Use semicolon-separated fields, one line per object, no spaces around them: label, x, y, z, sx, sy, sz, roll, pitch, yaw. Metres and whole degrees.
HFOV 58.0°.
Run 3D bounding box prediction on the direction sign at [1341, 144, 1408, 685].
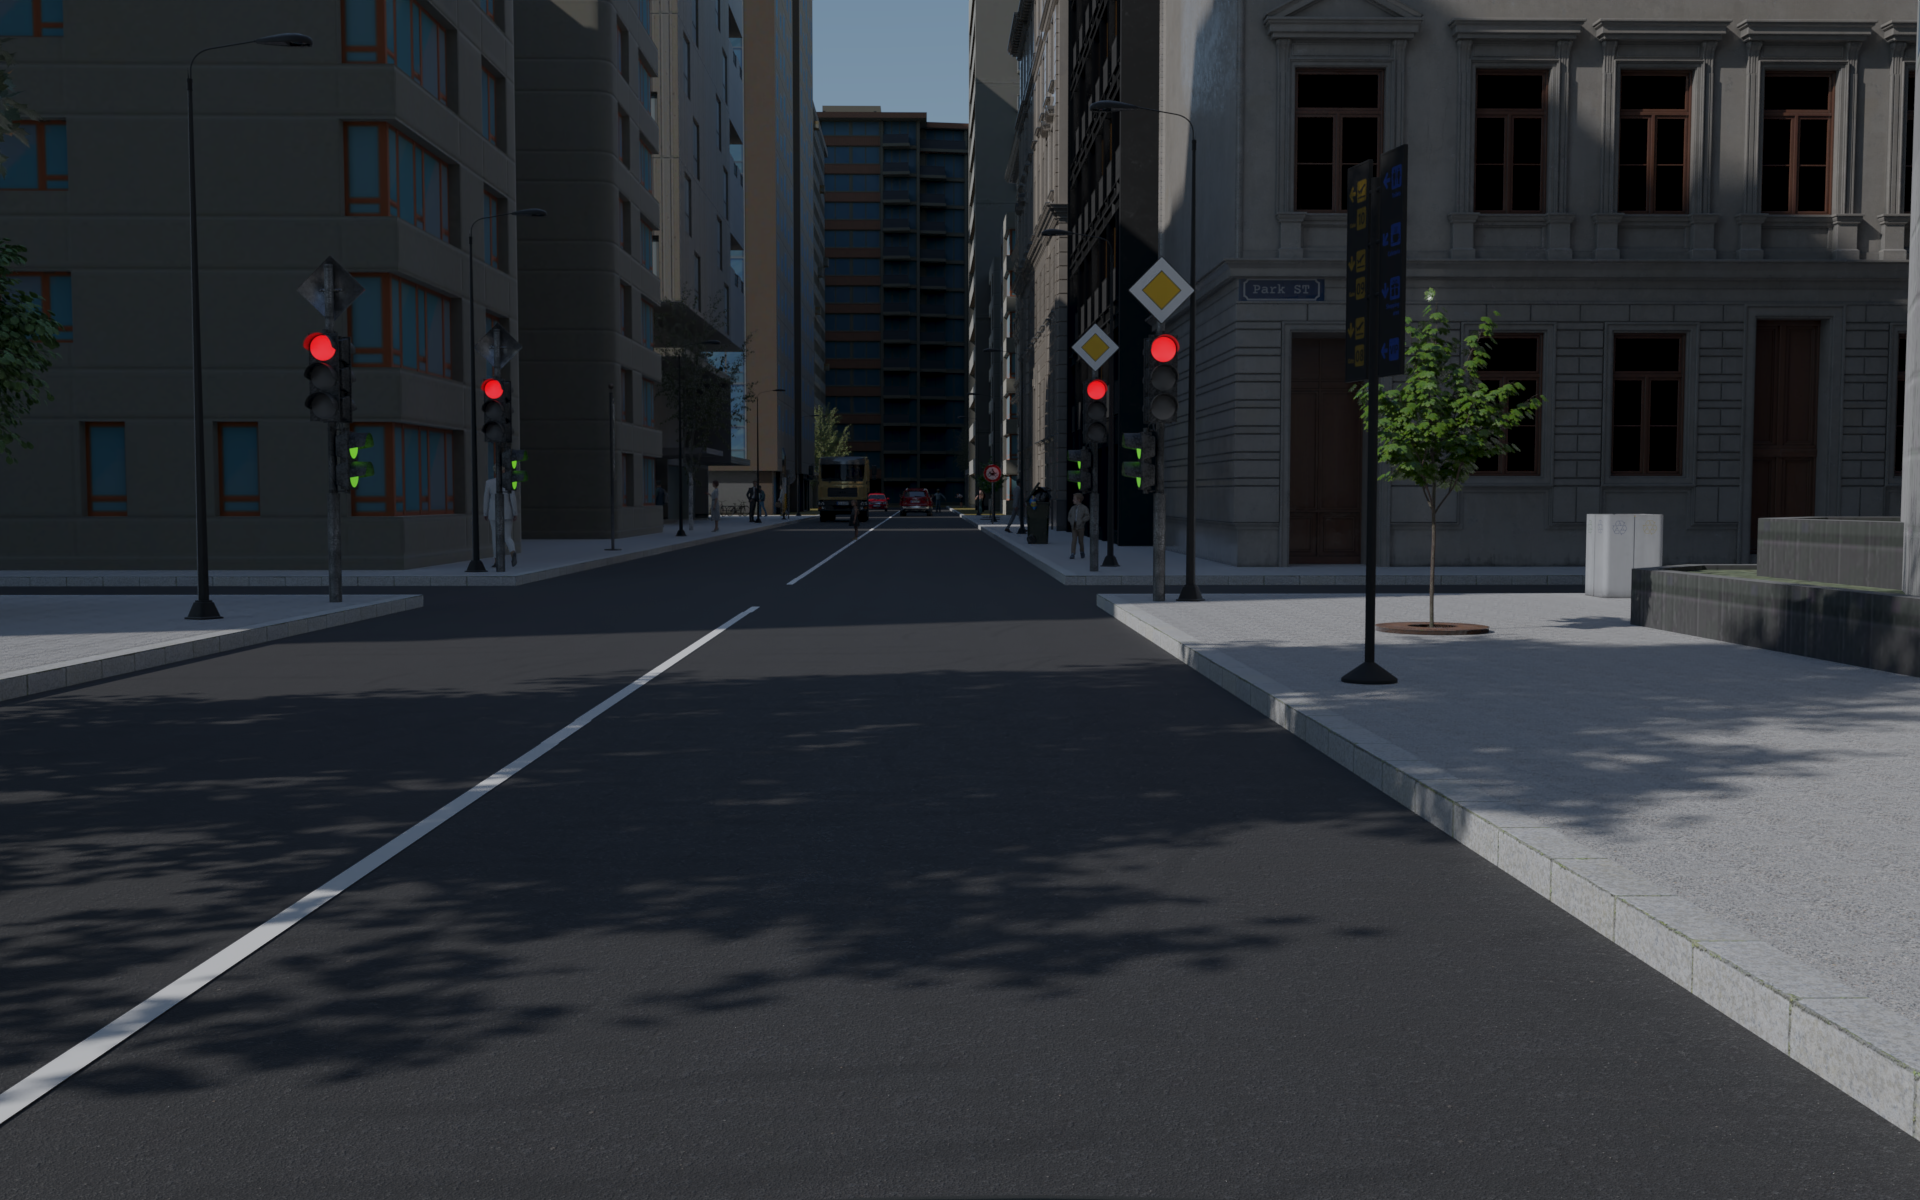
direction sign;2.796;-1.207;11.725;0.379;3.537;0.876;-1;4;-11

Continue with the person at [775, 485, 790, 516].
person;-10.369;-5.812;101.191;0.853;1.813;0.709;0;4;-2

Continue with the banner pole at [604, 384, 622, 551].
banner pole;-7.930;-3.033;39.612;0.401;3.779;0.863;0;4;-4

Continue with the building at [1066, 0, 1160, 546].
building;9.882;-13.464;49.821;12.332;23.373;15.834;0;4;-1

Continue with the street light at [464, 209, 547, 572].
street light;-7.423;-3.413;28.339;1.470;5.913;1.316;0;4;-1

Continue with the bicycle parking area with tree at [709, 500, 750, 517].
bicycle parking area with tree;-17.072;-6.841;98.849;8.231;4.147;9.016;3;5;41

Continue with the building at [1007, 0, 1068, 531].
building;8.719;-16.752;71.158;12.463;27.353;25.104;0;4;-1

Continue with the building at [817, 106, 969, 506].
building;-12.904;-33.249;198.244;28.867;44.769;22.147;0;4;-1

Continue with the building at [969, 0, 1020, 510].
building;11.638;-31.911;145.439;21.300;48.544;21.600;0;4;-1

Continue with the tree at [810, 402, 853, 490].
tree;-11.159;-11.852;144.137;4.737;8.622;4.395;0;3;0

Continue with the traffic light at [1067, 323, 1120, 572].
traffic light;2.207;-2.429;28.634;0.839;4.253;0.868;0;4;-1

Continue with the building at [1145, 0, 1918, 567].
building;14.510;-12.156;34.905;21.152;22.565;11.583;0;4;-1

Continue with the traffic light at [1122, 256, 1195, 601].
traffic light;2.367;-1.941;20.650;0.839;4.253;0.868;0;4;-1

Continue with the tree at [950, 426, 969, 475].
tree;0.905;-14.099;180.874;4.360;8.622;3.978;0;3;0

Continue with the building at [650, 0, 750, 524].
building;-24.347;-29.886;77.868;28.713;52.752;27.495;0;4;-1

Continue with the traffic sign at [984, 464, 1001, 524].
traffic sign;1.403;-4.545;74.423;0.768;2.556;0.104;0;4;6

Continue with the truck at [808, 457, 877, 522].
truck;-6.125;-5.865;91.820;3.469;3.379;9.791;0;4;-2

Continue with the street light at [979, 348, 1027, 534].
street light;1.440;-5.066;55.374;1.470;5.913;1.316;0;4;-1

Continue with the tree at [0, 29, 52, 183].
tree;-8.406;-5.470;6.437;9.611;12.733;9.660;0;3;0

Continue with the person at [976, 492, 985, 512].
person;1.538;-7.178;123.361;0.705;1.831;1.348;2;4;25

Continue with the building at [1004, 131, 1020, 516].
building;8.335;-16.220;94.071;11.050;23.489;19.941;0;4;-1

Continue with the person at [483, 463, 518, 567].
person;-7.940;-1.474;30.020;0.514;1.842;0.818;-2;4;-35

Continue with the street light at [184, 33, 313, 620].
street light;-7.226;-2.757;17.618;1.470;5.913;1.316;0;4;-1

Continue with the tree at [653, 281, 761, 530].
tree;-9.296;-6.772;61.085;4.360;8.622;3.978;0;3;0

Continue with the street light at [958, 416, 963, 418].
street light;0.577;-8.013;103.556;1.470;5.913;1.316;0;4;-1

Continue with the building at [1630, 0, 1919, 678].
building;16.448;-28.286;4.476;21.231;58.520;28.212;0;4;-1

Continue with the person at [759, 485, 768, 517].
person;-11.263;-5.607;98.067;0.623;1.781;0.721;3;5;41

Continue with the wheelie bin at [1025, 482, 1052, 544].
wheelie bin;2.022;-2.245;44.613;0.693;1.594;0.980;0;4;1

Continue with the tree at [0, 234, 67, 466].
tree;-10.942;-2.081;17.744;4.285;4.588;4.351;0;3;0

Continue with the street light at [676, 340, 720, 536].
street light;-7.929;-4.886;52.428;1.470;5.913;1.316;0;4;-1

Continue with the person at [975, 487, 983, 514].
person;1.198;-6.212;108.323;0.721;1.736;1.217;1;4;21

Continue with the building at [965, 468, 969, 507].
building;10.958;-44.532;166.355;20.563;71.187;20.611;0;4;-1

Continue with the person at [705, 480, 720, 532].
person;-8.411;-3.200;58.937;0.524;1.755;0.480;-1;4;-11

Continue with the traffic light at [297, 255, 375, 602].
traffic light;-7.392;-1.928;20.440;0.839;4.253;0.868;0;4;-1

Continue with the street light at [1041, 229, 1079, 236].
street light;2.123;-3.546;30.510;1.470;5.913;1.316;0;4;-1

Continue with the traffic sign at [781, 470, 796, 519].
traffic sign;-8.896;-5.487;89.813;0.768;2.556;0.104;0;4;1

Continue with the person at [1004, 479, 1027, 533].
person;1.895;-3.128;57.452;0.850;1.792;0.678;-1;4;-15

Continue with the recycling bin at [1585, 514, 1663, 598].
recycling bin;8.285;-0.555;21.624;0.722;1.027;0.722;0;4;1

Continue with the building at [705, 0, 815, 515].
building;-17.940;-29.045;125.002;14.600;45.320;14.200;0;4;-1

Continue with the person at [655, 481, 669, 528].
person;-11.106;-3.518;63.904;0.721;1.781;0.623;1;4;17

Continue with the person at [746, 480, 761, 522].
person;-9.371;-4.492;78.853;0.474;1.900;0.648;3;5;41

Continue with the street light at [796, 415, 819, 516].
street light;-8.908;-7.873;101.262;1.470;5.913;1.316;0;4;-1

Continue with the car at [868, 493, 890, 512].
car;-6.870;-8.184;142.843;2.155;1.783;4.494;0;4;-3

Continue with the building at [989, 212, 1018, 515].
building;16.381;-16.888;121.151;27.650;21.520;28.899;0;4;-1

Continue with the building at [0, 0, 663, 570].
building;-23.488;-12.089;42.702;27.650;21.520;28.899;0;4;-1

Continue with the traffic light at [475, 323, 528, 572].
traffic light;-7.552;-2.416;28.424;0.839;4.253;0.868;0;4;-1

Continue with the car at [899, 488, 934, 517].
car;-2.814;-6.316;111.932;2.281;1.827;5.304;0;4;0

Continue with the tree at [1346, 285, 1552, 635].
tree;4.370;-1.324;16.251;1.663;3.219;1.824;0;3;0

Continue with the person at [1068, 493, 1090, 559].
person;2.361;-1.471;34.368;0.475;1.303;0.640;1;4;17

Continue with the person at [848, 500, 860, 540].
person;-3.311;-2.502;54.081;0.373;1.253;0.362;-1;4;-12

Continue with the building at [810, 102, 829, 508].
building;-24.592;-28.773;162.317;23.993;40.220;32.217;0;4;-1

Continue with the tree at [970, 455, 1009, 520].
tree;1.565;-5.619;86.471;1.663;3.219;1.824;0;3;0

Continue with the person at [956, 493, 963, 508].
person;-0.042;-9.374;162.501;0.628;1.438;0.799;1;4;20

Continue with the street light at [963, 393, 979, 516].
street light;1.022;-6.540;79.465;1.470;5.913;1.316;0;4;-1

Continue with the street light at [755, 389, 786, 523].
street light;-8.390;-6.359;76.519;1.470;5.913;1.316;0;4;-1

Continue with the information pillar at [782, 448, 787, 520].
information pillar;-8.842;-5.854;87.067;0.183;3.616;0.504;-1;4;-20

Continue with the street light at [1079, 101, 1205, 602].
street light;2.229;-2.941;20.635;1.470;5.913;1.316;0;4;-1

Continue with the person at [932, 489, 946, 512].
person;-1.703;-7.745;135.205;1.350;1.814;0.705;1;4;12
